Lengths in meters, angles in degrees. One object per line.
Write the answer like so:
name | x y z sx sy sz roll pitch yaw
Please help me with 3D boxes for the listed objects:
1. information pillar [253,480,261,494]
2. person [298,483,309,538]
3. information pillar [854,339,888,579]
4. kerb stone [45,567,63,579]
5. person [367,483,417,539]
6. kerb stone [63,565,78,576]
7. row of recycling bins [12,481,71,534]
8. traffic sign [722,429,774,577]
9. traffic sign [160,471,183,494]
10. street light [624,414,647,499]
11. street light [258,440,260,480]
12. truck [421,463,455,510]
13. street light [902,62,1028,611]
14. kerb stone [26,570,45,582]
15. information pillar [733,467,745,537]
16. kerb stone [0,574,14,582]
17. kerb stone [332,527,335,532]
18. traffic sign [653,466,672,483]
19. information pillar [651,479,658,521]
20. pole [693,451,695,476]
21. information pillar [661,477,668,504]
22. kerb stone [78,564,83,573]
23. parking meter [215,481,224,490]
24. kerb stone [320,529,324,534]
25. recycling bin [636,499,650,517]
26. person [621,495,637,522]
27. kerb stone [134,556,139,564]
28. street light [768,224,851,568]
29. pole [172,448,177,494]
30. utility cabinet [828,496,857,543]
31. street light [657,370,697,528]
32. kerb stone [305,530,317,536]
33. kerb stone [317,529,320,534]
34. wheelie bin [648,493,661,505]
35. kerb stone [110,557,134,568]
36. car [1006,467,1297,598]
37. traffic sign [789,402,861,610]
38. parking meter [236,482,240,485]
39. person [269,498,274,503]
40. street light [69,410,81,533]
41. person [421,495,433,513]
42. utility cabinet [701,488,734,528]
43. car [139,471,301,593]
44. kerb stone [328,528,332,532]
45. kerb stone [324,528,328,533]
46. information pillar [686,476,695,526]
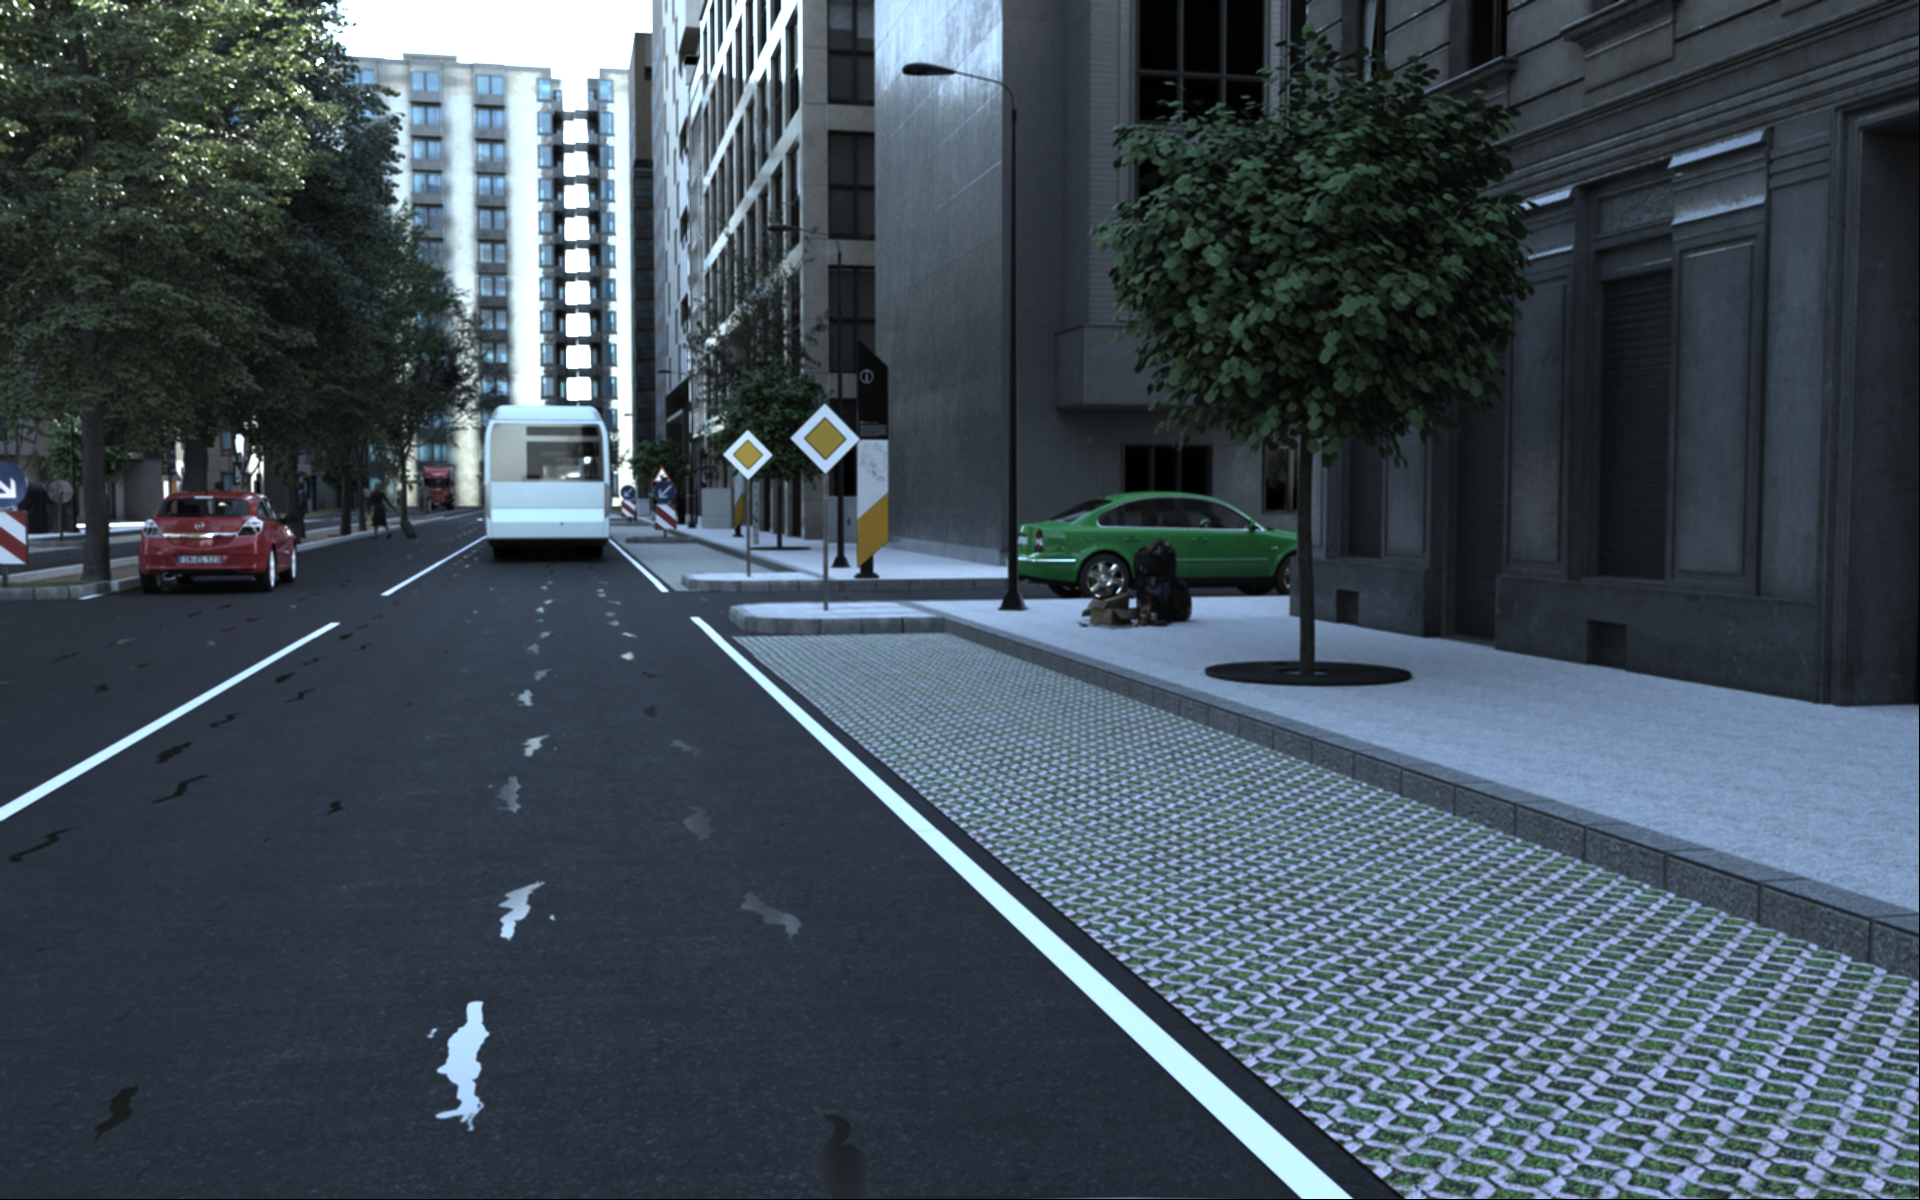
information pillar | -37.168 -5.330 91.642 0.304 2.012 0.304 -3 4 -38
person | -21.198 -2.879 55.751 0.419 1.800 0.721 -1 4 -19
information pillar | -1.344 -2.139 26.322 0.504 3.616 0.183 -1 4 -17
kerb stone | -15.470 -0.439 29.374 0.120 0.150 1.000 -1 4 -13
person | -18.259 -2.859 55.460 1.509 1.804 0.699 1 4 12
kerb stone | -15.710 -0.500 30.368 0.120 0.150 1.000 -1 4 -13
row of recycling bins | -30.231 -3.049 56.970 1.069 1.692 3.534 -1 4 -9
traffic sign | -3.281 -1.418 26.827 0.795 2.450 0.064 -1 4 -13
traffic sign | -32.564 -4.374 71.526 0.884 2.594 0.081 -1 4 -11
street light | -18.748 -7.817 100.351 1.470 5.913 1.316 -1 4 -13
street light | -36.997 -7.358 92.846 1.470 5.913 1.316 -1 4 -13
truck | -48.391 -10.524 160.976 2.839 4.237 11.283 -1 4 -14
street light | 0.062 -2.838 18.936 1.470 5.913 1.316 -1 4 -13
kerb stone | -15.243 -0.378 28.376 0.120 0.150 1.000 -1 4 -13
information pillar | -6.622 -3.703 51.904 0.183 3.616 0.504 -3 4 -36
kerb stone | -15.022 -0.314 27.378 0.120 0.150 1.000 -1 4 -13
kerb stone | -23.792 -2.640 65.353 0.120 0.150 1.000 -1 4 -13
traffic sign | -13.720 -4.880 79.790 0.884 2.594 0.081 -1 4 -9
information pillar | -14.519 -4.764 82.378 0.304 2.012 0.304 -1 4 -19
pole | -12.693 -5.410 82.296 0.158 3.312 0.155 0 3 0
information pillar | -12.748 -4.300 74.795 0.304 2.012 0.304 0 4 -8
kerb stone | -15.935 -0.560 31.365 0.120 0.150 1.000 -1 4 -13
parking meter | -34.373 -4.569 80.410 0.399 1.863 0.255 2 4 29
kerb stone | -23.100 -2.456 62.347 0.120 0.150 1.000 -1 4 -13
recycling bin | -17.921 -5.220 97.902 0.722 1.027 0.722 -1 4 -17
person | -16.067 -4.592 84.059 0.782 1.767 0.515 -1 4 -10
kerb stone | -16.853 -0.804 35.361 0.120 0.150 1.000 -1 4 -13
street light | -2.618 -3.519 30.073 1.470 5.913 1.316 -1 4 -13
pole | -35.003 -5.094 77.130 0.158 3.312 0.155 0 3 0
utility cabinet | -3.063 -2.101 45.513 1.020 1.237 0.306 1 4 14
street light | -10.628 -5.657 65.029 1.470 5.913 1.316 -1 4 -13
kerb stone | -22.636 -2.326 60.349 0.120 0.150 1.000 -1 4 -13
kerb stone | -22.876 -2.395 61.346 0.120 0.150 1.000 -1 4 -13
wheelie bin | -15.273 -4.856 87.307 0.980 1.594 0.693 -2 4 -26
kerb stone | -16.628 -0.744 34.360 0.120 0.150 1.000 -1 4 -13
car | 3.006 -0.900 23.509 4.718 1.807 1.959 -1 4 -13
traffic sign | -1.483 -0.942 19.046 0.795 2.450 0.064 -1 4 -13
parking meter | -35.506 -4.874 85.401 0.255 1.863 0.399 0 4 -5
person | -28.319 -3.558 71.336 0.373 1.253 0.362 -1 4 -21
street light | -28.810 -5.187 57.349 1.470 5.913 1.316 -1 4 -13
person | -40.295 -7.429 130.697 1.217 1.736 0.721 1 4 21
utility cabinet | -8.972 -3.397 64.225 1.173 1.500 0.318 1 4 14
car | -11.342 -1.077 26.646 2.155 1.783 4.494 -1 4 -15
kerb stone | -23.569 -2.578 64.352 0.120 0.150 1.000 -1 4 -13
kerb stone | -23.335 -2.517 63.349 0.120 0.150 1.000 -1 4 -13
information pillar | -10.998 -4.050 70.710 0.304 2.012 0.304 -1 4 -23
